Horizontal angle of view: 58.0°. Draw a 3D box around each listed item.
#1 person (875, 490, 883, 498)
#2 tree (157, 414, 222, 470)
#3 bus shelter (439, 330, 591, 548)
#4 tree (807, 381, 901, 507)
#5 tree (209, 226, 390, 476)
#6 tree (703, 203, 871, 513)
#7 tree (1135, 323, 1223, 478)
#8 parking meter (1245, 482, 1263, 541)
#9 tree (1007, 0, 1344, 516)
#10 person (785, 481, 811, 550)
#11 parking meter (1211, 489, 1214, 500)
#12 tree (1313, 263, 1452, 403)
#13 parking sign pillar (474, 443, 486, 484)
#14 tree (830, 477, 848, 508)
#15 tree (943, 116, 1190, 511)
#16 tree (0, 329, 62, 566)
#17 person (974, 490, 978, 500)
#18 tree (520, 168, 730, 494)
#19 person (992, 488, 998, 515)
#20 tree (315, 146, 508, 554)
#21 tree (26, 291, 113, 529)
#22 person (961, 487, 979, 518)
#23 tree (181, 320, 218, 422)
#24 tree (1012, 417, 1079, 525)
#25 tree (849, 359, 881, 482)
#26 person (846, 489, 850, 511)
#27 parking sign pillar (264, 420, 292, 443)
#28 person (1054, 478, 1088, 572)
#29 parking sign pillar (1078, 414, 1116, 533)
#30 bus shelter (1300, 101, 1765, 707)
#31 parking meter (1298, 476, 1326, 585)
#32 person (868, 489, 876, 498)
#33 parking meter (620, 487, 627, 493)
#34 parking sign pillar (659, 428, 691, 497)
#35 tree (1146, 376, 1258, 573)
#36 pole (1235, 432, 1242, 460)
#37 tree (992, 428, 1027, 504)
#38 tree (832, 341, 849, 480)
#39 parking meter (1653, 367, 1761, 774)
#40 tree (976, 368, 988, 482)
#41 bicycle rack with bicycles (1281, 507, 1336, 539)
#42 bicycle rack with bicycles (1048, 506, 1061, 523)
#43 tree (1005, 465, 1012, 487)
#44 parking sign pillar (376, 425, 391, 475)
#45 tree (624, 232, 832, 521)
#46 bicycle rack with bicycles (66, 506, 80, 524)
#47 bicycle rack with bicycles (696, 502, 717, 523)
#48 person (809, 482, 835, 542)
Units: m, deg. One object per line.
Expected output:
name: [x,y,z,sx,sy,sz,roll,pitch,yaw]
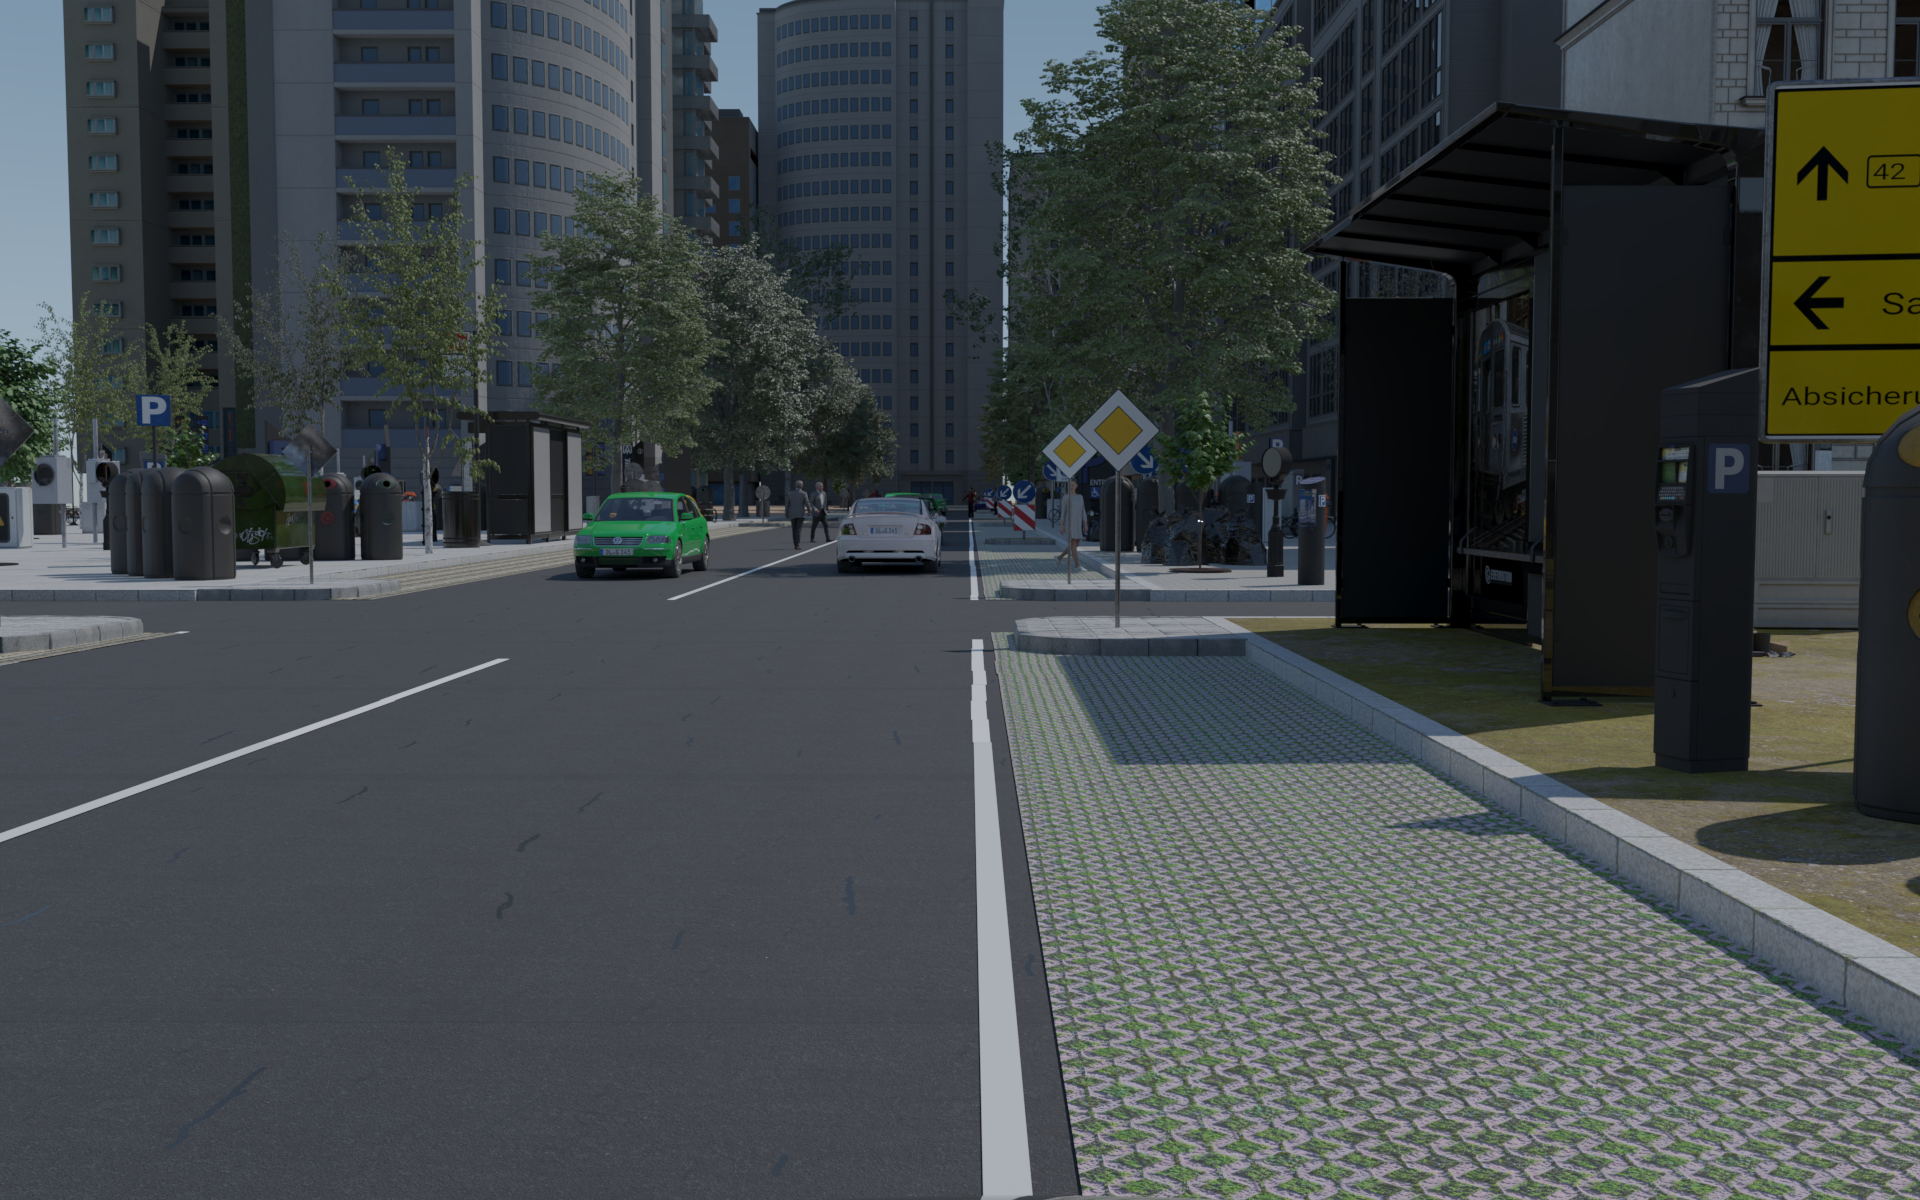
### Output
person: [-4.717,-5.565,100.965,0.415,1.643,0.593,3,4,36]
tree: [-18.599,-2.896,41.944,1.663,3.219,1.824,0,3,0]
bus shelter: [-11.677,-4.136,45.252,2.179,5.291,8.768,0,4,0]
tree: [-10.648,-15.633,172.601,9.611,12.733,9.660,0,3,0]
tree: [-17.626,-5.905,46.904,4.360,8.622,3.978,0,3,0]
tree: [-12.918,-15.884,115.593,12.611,20.169,13.585,0,3,0]
tree: [9.371,-7.498,72.954,4.360,8.622,3.978,0,3,0]
parking meter: [6.020,-1.658,35.515,0.372,1.533,0.369,0,3,0]
tree: [4.764,-7.224,36.239,7.486,12.596,7.792,0,3,0]
person: [-4.184,-2.201,44.887,0.661,1.777,0.834,0,4,5]
parking meter: [12.879,-4.939,89.158,0.372,1.533,0.369,0,3,0]
tree: [11.609,-5.831,45.697,4.360,8.622,3.978,0,3,0]
parking sign pillar: [-19.372,-5.077,71.484,1.447,3.967,1.447,-1,4,-10]
tree: [-11.201,-10.211,161.543,1.663,3.219,1.824,0,3,0]
tree: [5.552,-14.040,85.439,12.611,20.169,13.585,0,3,0]
tree: [-17.642,-2.891,30.988,4.285,4.588,4.351,0,3,0]
person: [1.399,-9.458,163.239,1.348,1.812,0.705,2,4,25]
tree: [-11.789,-8.740,61.033,7.486,12.596,7.792,0,3,0]
person: [2.394,-6.692,117.901,0.705,1.826,1.348,-1,4,-10]
tree: [-11.413,-5.289,36.842,4.737,8.622,4.395,0,3,0]
tree: [-32.241,-6.929,63.644,4.737,8.622,4.395,0,3,0]
person: [0.620,-5.712,101.853,1.348,1.831,0.705,3,4,39]
tree: [-33.315,-7.468,72.465,4.737,8.622,4.395,0,3,0]
tree: [4.940,-5.418,72.302,4.285,4.588,4.351,0,3,0]
tree: [-10.826,-14.190,138.666,9.857,13.997,8.962,0,3,0]
person: [-8.901,-7.865,137.100,0.705,1.823,1.348,-1,4,-9]
parking sign pillar: [-24.740,-4.587,63.466,1.447,3.967,1.447,2,4,35]
person: [2.035,-1.389,31.958,0.760,1.731,0.466,2,4,32]
parking sign pillar: [4.597,-4.239,57.775,1.447,3.967,1.447,2,4,30]
bus shelter: [4.084,-1.360,13.513,1.731,3.624,6.357,0,4,0]
parking meter: [4.965,-0.981,24.449,0.372,1.533,0.369,0,3,0]
person: [-6.403,-7.401,129.450,1.348,1.831,0.705,2,4,25]
parking meter: [-12.514,-3.412,64.204,0.372,1.533,0.369,0,3,0]
parking sign pillar: [-11.634,-5.030,70.718,1.447,3.967,1.447,-3,5,-44]
tree: [3.832,-2.072,28.483,1.663,3.219,1.824,0,3,0]
pole: [9.076,-3.835,56.540,0.158,3.312,0.155,0,3,0]
tree: [5.193,-13.270,167.331,4.360,8.622,3.978,0,3,0]
tree: [-12.057,-11.555,95.574,9.857,13.997,8.962,0,3,0]
parking meter: [3.457,-0.143,8.046,0.399,1.863,0.255,-1,4,-16]
tree: [4.760,-11.657,108.723,7.486,12.596,7.792,0,3,0]
bicycle rack with bicycles: [9.458,-2.256,50.270,2.925,0.926,2.852,2,4,24]
bicycle rack with bicycles: [5.400,-3.931,77.648,2.925,0.926,2.852,-1,4,-10]
tree: [5.387,-9.796,143.884,4.285,4.588,4.351,0,3,0]
parking sign pillar: [-22.194,-4.788,66.757,1.447,3.967,1.447,-1,4,-22]
tree: [-11.293,-10.816,83.504,9.857,13.997,8.962,0,3,0]
bicycle rack with bicycles: [-38.553,-3.763,74.906,2.852,0.926,2.925,1,4,21]
bicycle rack with bicycles: [-11.847,-3.864,76.561,2.852,0.926,2.925,3,5,39]
person: [-4.112,-2.592,51.277,0.834,1.777,0.661,3,4,37]
